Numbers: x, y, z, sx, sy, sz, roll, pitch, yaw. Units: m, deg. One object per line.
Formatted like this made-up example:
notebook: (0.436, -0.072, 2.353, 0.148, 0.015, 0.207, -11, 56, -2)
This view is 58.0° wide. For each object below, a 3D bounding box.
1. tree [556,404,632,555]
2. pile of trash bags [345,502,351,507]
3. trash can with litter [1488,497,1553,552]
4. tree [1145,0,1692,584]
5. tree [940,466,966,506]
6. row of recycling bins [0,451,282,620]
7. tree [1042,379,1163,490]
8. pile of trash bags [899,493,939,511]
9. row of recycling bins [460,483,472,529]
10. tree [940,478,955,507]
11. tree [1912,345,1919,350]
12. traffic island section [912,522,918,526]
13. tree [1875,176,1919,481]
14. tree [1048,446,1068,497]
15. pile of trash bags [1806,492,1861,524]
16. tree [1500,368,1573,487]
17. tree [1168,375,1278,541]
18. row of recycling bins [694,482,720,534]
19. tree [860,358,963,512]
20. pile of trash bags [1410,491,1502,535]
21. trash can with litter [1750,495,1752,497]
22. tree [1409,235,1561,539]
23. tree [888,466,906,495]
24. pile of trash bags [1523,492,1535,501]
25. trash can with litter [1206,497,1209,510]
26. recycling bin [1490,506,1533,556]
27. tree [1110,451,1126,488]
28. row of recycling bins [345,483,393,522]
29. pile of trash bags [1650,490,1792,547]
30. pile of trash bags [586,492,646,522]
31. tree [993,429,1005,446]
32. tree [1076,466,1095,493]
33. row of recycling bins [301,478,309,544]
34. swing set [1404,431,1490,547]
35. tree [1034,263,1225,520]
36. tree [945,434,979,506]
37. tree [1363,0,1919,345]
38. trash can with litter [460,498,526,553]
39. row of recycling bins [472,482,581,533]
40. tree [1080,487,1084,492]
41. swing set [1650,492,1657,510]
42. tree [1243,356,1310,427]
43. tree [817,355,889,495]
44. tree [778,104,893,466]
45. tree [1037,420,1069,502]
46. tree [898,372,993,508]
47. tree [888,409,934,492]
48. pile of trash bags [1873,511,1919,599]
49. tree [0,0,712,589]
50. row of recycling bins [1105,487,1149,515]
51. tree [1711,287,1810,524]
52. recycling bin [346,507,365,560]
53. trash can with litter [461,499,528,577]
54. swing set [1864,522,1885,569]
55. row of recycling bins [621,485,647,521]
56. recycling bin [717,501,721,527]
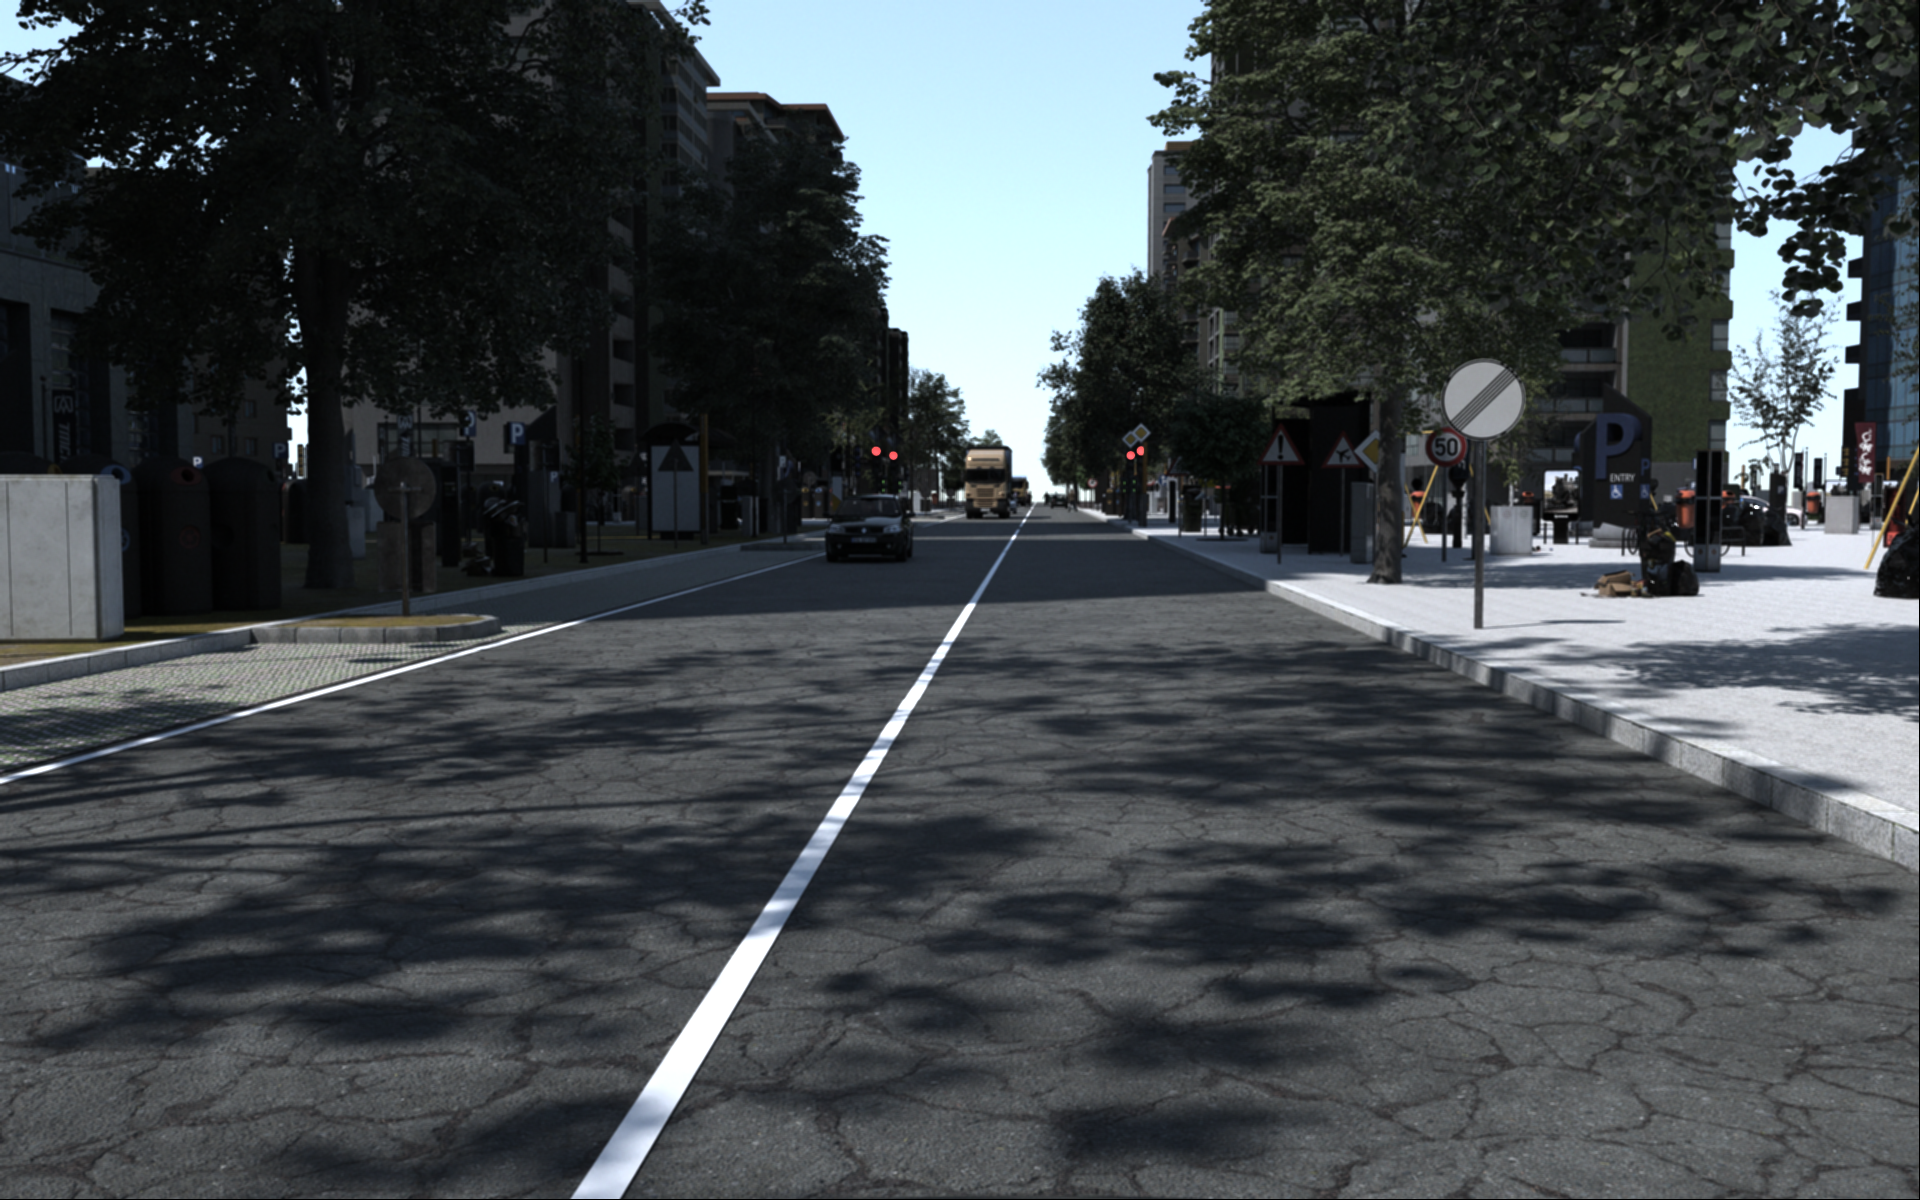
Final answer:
tree: (-7.593, -2.580, 36.789, 1.663, 3.219, 1.824, 0, 3, 0)
pile of trash bags: (-23.198, -3.177, 61.696, 3.447, 1.369, 1.912, -2, 4, -33)
trash can with litter: (12.605, -1.727, 39.288, 1.678, 1.210, 2.233, 1, 4, 10)
tree: (6.362, -6.537, 25.008, 7.486, 12.596, 7.792, 0, 3, 0)
tree: (-0.567, -12.106, 181.639, 4.285, 4.588, 4.351, 0, 3, 0)
row of recycling bins: (-8.652, -0.671, 18.079, 1.069, 1.692, 3.534, 2, 4, 24)
tree: (10.710, -11.399, 120.793, 7.601, 10.594, 8.767, 2, 4, 24)
pile of trash bags: (-3.416, -7.884, 138.649, 3.447, 1.369, 1.912, 0, 4, 3)
row of recycling bins: (-16.929, -3.509, 64.478, 3.534, 1.692, 1.069, 0, 4, 2)
tree: (-1.121, -11.161, 177.081, 1.663, 3.219, 1.824, 0, 3, 0)
tree: (31.879, -8.077, 50.194, 7.486, 12.596, 7.792, 0, 3, 0)
traffic island section: (-2.949, -3.345, 76.971, 2.009, 0.180, 2.903, 0, 4, 3)
tree: (21.606, -5.319, 37.332, 4.360, 8.622, 3.978, 0, 3, 0)
tree: (18.621, -22.779, 298.190, 9.928, 11.665, 9.643, 0, 3, 0)
pile of trash bags: (38.130, -4.002, 75.181, 3.447, 1.369, 1.912, -1, 4, -21)
tree: (27.310, -8.194, 84.333, 4.360, 8.622, 3.978, 0, 3, 0)
tree: (7.234, -3.925, 47.884, 4.285, 4.588, 4.351, 0, 3, 0)
row of recycling bins: (-8.635, -3.086, 57.570, 1.069, 1.692, 3.534, -1, 4, -15)
tree: (-3.575, -11.341, 119.830, 8.767, 10.594, 7.601, 2, 4, 34)
pile of trash bags: (15.656, -2.832, 56.062, 1.912, 1.369, 3.447, -1, 4, -20)
trash can with litter: (40.849, -4.812, 89.733, 1.678, 1.210, 2.233, 2, 4, 28)
tree: (14.425, -6.030, 48.955, 4.737, 8.622, 4.395, 0, 3, 0)
tree: (-4.387, -6.882, 107.115, 1.663, 3.219, 1.824, 0, 3, 0)
pile of trash bags: (23.517, -4.060, 76.129, 3.447, 1.369, 1.912, 0, 3, 0)
trash can with litter: (19.910, -7.824, 139.309, 1.055, 1.170, 0.624, -2, 4, -28)
recycling bin: (11.589, -1.460, 36.417, 0.722, 1.027, 0.722, 0, 4, 3)
tree: (11.543, -10.881, 128.271, 4.737, 8.622, 4.395, 0, 3, 0)
row of recycling bins: (-22.919, -3.634, 66.533, 1.069, 1.692, 3.534, 3, 5, 41)
pile of trash bags: (18.823, -2.017, 42.729, 3.447, 1.369, 1.912, -2, 4, -32)
pile of trash bags: (-15.941, -4.309, 80.206, 3.447, 1.369, 1.912, 2, 4, 28)
tree: (5.221, -23.411, 300.890, 7.486, 12.596, 7.792, 0, 3, 0)
tree: (11.996, -10.634, 157.585, 4.285, 4.588, 4.351, 0, 3, 0)
row of recycling bins: (-17.762, -2.387, 46.148, 1.069, 1.692, 3.534, -3, 4, -37)
swing set: (11.533, -2.801, 43.410, 2.862, 2.851, 3.119, -1, 4, -22)
tree: (8.534, -10.363, 86.444, 9.611, 12.733, 9.660, 0, 3, 0)
tree: (-0.032, -14.455, 186.698, 4.737, 8.622, 4.395, 0, 3, 0)
tree: (6.125, -6.279, 9.319, 9.857, 13.997, 8.962, 0, 3, 0)
trash can with litter: (-10.640, -1.633, 37.757, 2.233, 1.210, 1.678, 0, 4, -6)
row of recycling bins: (-14.180, -3.068, 57.271, 3.534, 1.692, 1.069, -1, 4, -11)
tree: (13.875, -13.892, 177.499, 4.360, 8.622, 3.978, 0, 3, 0)
swing set: (24.047, -4.051, 63.851, 2.862, 2.851, 3.119, 0, 4, -6)
tree: (16.459, -8.534, 89.894, 4.737, 8.622, 4.395, 0, 3, 0)
tree: (-5.373, -8.341, 86.742, 4.737, 8.622, 4.395, 0, 3, 0)
tree: (-6.659, -9.281, 58.398, 9.857, 13.997, 8.962, 0, 3, 0)
tree: (17.705, -22.843, 283.852, 12.009, 13.543, 11.850, 0, 3, 0)
tree: (-2.466, -14.896, 161.682, 7.486, 12.596, 7.792, 0, 3, 0)
tree: (-3.527, -11.388, 136.558, 4.360, 8.622, 3.978, 0, 3, 0)
pile of trash bags: (13.182, -0.691, 21.049, 3.447, 1.369, 1.912, 0, 4, 0)
tree: (-8.563, -7.143, 23.437, 9.857, 13.997, 8.962, 0, 3, 0)
row of recycling bins: (10.024, -5.949, 104.375, 1.069, 1.692, 3.534, -2, 4, -33)
tree: (28.408, -6.685, 59.667, 4.360, 8.622, 3.978, 0, 3, 0)
recycling bin: (-12.190, -1.315, 34.048, 0.722, 1.027, 0.722, 3, 5, 44)
trash can with litter: (-7.295, -0.959, 27.064, 1.055, 1.170, 0.624, 1, 4, 13)
swing set: (17.488, -1.915, 28.925, 3.119, 2.851, 2.862, -1, 4, -23)
row of recycling bins: (-14.393, -4.628, 82.782, 3.534, 1.692, 1.069, -1, 4, -10)
recycling bin: (-9.132, -3.377, 67.774, 0.722, 1.027, 0.722, 0, 3, 0)
